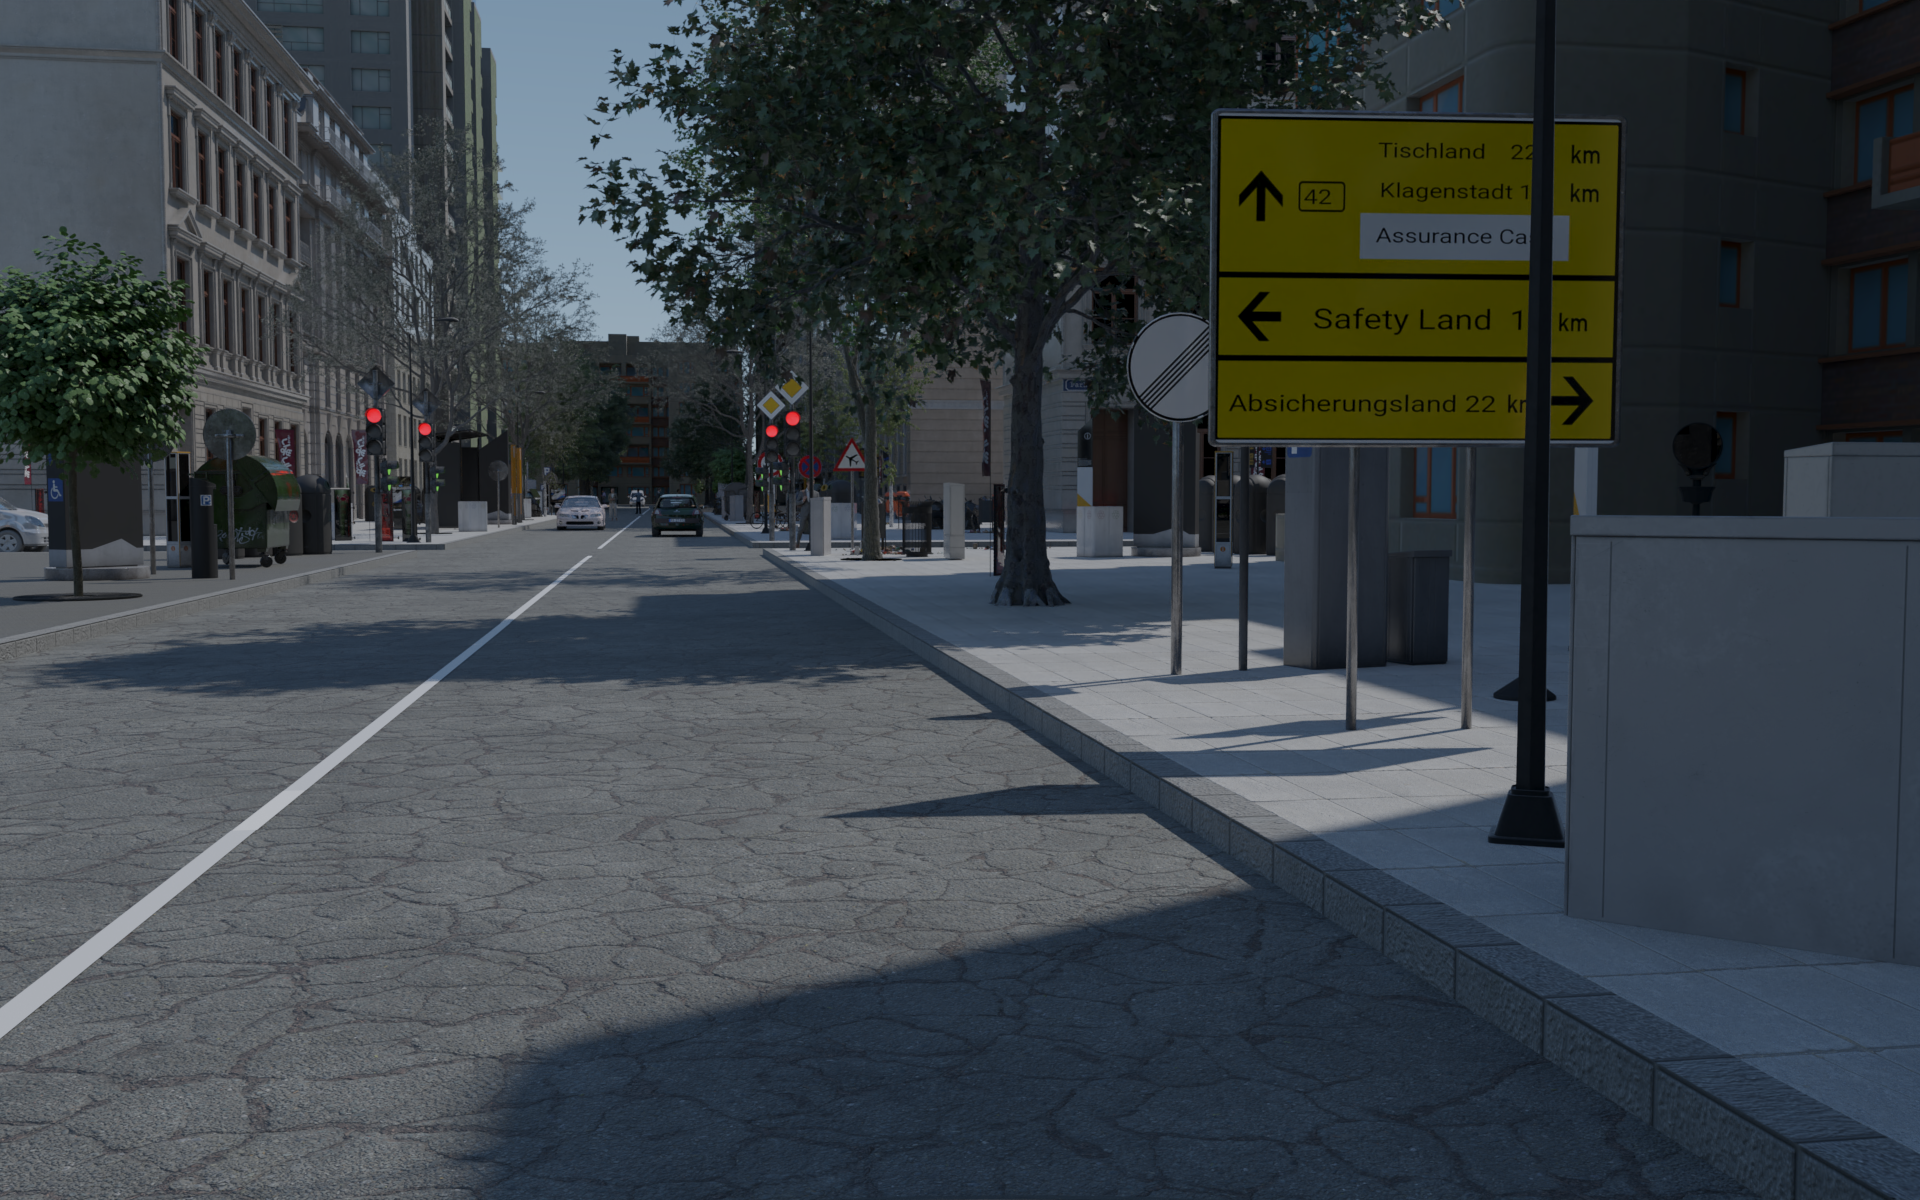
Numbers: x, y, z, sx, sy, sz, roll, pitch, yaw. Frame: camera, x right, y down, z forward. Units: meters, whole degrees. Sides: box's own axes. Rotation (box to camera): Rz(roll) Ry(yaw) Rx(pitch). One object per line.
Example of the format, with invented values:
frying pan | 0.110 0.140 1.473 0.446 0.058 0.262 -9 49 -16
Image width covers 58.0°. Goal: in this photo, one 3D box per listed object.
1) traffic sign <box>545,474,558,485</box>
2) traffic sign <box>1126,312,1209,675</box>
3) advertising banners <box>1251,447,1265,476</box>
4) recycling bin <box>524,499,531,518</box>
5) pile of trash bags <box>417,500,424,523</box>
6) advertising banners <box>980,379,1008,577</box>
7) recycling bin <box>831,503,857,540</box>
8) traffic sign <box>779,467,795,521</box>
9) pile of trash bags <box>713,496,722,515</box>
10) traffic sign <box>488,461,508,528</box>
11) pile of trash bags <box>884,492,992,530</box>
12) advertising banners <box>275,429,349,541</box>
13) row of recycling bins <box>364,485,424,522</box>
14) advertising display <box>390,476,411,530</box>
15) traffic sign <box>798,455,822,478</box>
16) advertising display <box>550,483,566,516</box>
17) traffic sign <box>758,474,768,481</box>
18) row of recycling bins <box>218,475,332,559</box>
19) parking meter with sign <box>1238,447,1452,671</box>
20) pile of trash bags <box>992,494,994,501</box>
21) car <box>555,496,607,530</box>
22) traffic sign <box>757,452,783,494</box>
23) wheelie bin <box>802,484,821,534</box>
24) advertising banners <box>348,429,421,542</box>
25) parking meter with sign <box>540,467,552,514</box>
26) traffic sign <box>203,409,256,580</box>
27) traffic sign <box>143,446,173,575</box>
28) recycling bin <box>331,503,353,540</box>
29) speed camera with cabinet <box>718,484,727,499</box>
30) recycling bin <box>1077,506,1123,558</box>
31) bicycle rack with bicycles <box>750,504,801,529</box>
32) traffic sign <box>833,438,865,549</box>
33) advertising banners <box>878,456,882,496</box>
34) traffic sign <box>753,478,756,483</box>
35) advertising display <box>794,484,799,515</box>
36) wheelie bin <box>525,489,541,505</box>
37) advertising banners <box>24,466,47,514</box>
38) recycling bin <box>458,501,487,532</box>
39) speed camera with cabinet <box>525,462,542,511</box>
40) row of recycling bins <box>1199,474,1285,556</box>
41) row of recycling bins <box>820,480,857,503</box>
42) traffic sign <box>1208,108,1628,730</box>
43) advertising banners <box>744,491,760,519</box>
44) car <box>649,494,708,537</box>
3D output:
traffic sign | -24.628 -6.378 104.385 0.768 2.556 0.104 -1 4 -8
traffic sign | 1.538 -0.742 12.240 0.768 2.556 0.104 0 4 -8
advertising banners | 8.406 -3.484 53.157 2.074 3.025 0.090 1 4 9
recycling bin | -23.312 -4.866 92.113 0.722 1.027 0.722 2 4 33
pile of trash bags | -23.190 -4.039 75.784 1.912 1.369 3.447 -1 4 -20
advertising banners | 0.628 -1.901 27.277 0.090 3.025 2.074 1 4 18
recycling bin | -3.313 -2.229 48.995 0.722 1.027 0.722 0 4 4
traffic sign | -8.080 -4.939 80.853 0.768 2.556 0.104 0 4 -1
pile of trash bags | -14.407 -6.005 107.927 1.912 1.369 3.447 0 4 -7
traffic sign | -17.592 -4.029 65.985 0.768 2.556 0.104 0 4 -3
pile of trash bags | -0.894 -3.272 63.243 3.447 1.369 1.912 2 4 27
advertising banners | -17.485 -3.106 46.970 2.074 3.025 0.090 -3 4 -37
row of recycling bins | -26.169 -4.531 81.202 3.534 1.692 1.069 0 4 2
advertising display | -20.302 -3.512 62.641 0.974 1.923 0.123 -1 4 -8
traffic sign | -4.890 -3.452 56.546 0.768 2.556 0.104 0 4 -5
advertising display | -24.050 -6.016 103.570 0.974 1.923 0.123 -3 5 -39
traffic sign | -9.642 -5.232 85.552 0.884 2.594 0.081 0 4 -3
row of recycling bins | -14.300 -1.744 35.625 1.069 1.692 3.534 1 4 17
parking meter with sign | 2.819 -1.013 12.822 1.738 3.016 0.543 -1 4 -23
pile of trash bags | 0.339 -3.872 73.065 3.447 1.369 1.912 -1 4 -22
car | -15.345 -3.539 70.230 2.083 1.381 4.827 -1 4 -10
traffic sign | -5.577 -3.115 51.031 0.768 2.556 0.104 0 4 0
wheelie bin | -4.649 -2.886 55.096 0.693 1.594 0.980 -3 5 -41
advertising banners | -15.510 -3.093 46.756 2.074 3.025 0.090 1 4 16
parking meter with sign | -26.772 -7.047 111.476 0.543 3.016 1.738 0 4 2
traffic sign | -10.902 -1.576 25.875 0.768 2.556 0.104 0 4 -7
traffic sign | -12.870 -1.679 27.557 0.768 2.556 0.104 0 4 -6
recycling bin | -17.460 -2.190 48.353 0.722 1.027 0.722 1 4 16
speed camera with cabinet | -14.584 -7.190 111.890 2.038 3.252 0.660 1 4 19
recycling bin | 2.853 -1.395 35.366 0.722 1.027 0.722 -2 4 -26
bicycle rack with bicycles | -6.336 -3.098 64.039 2.925 0.926 2.852 -1 4 -20
traffic sign | -2.498 -2.453 40.114 0.884 2.594 0.081 0 4 -4
advertising banners | -3.820 -5.125 79.983 0.090 3.025 2.074 -1 4 -12
traffic sign | -13.908 -7.012 114.744 0.768 2.556 0.104 0 4 -1
advertising display | -10.157 -6.207 106.698 0.123 1.923 0.974 1 4 19
wheelie bin | -25.071 -5.730 101.593 0.693 1.594 0.980 1 4 22
advertising banners | -26.518 -3.285 49.902 0.090 3.025 2.074 0 4 -4
recycling bin | -16.640 -2.850 59.151 0.722 1.027 0.722 3 5 41
speed camera with cabinet | -26.404 -6.905 107.231 0.660 3.252 2.038 -2 4 -28
row of recycling bins | 6.184 -1.854 37.420 1.069 1.692 3.534 -2 4 -26
row of recycling bins | -3.600 -2.728 51.715 1.069 1.692 3.534 -1 4 -8
traffic sign | 2.451 -0.946 9.343 2.265 3.308 0.079 0 4 -4
advertising banners | -10.500 -5.707 89.500 0.090 3.025 2.074 -3 5 -44
car | -9.668 -3.034 59.384 2.009 1.686 4.222 0 4 -8
